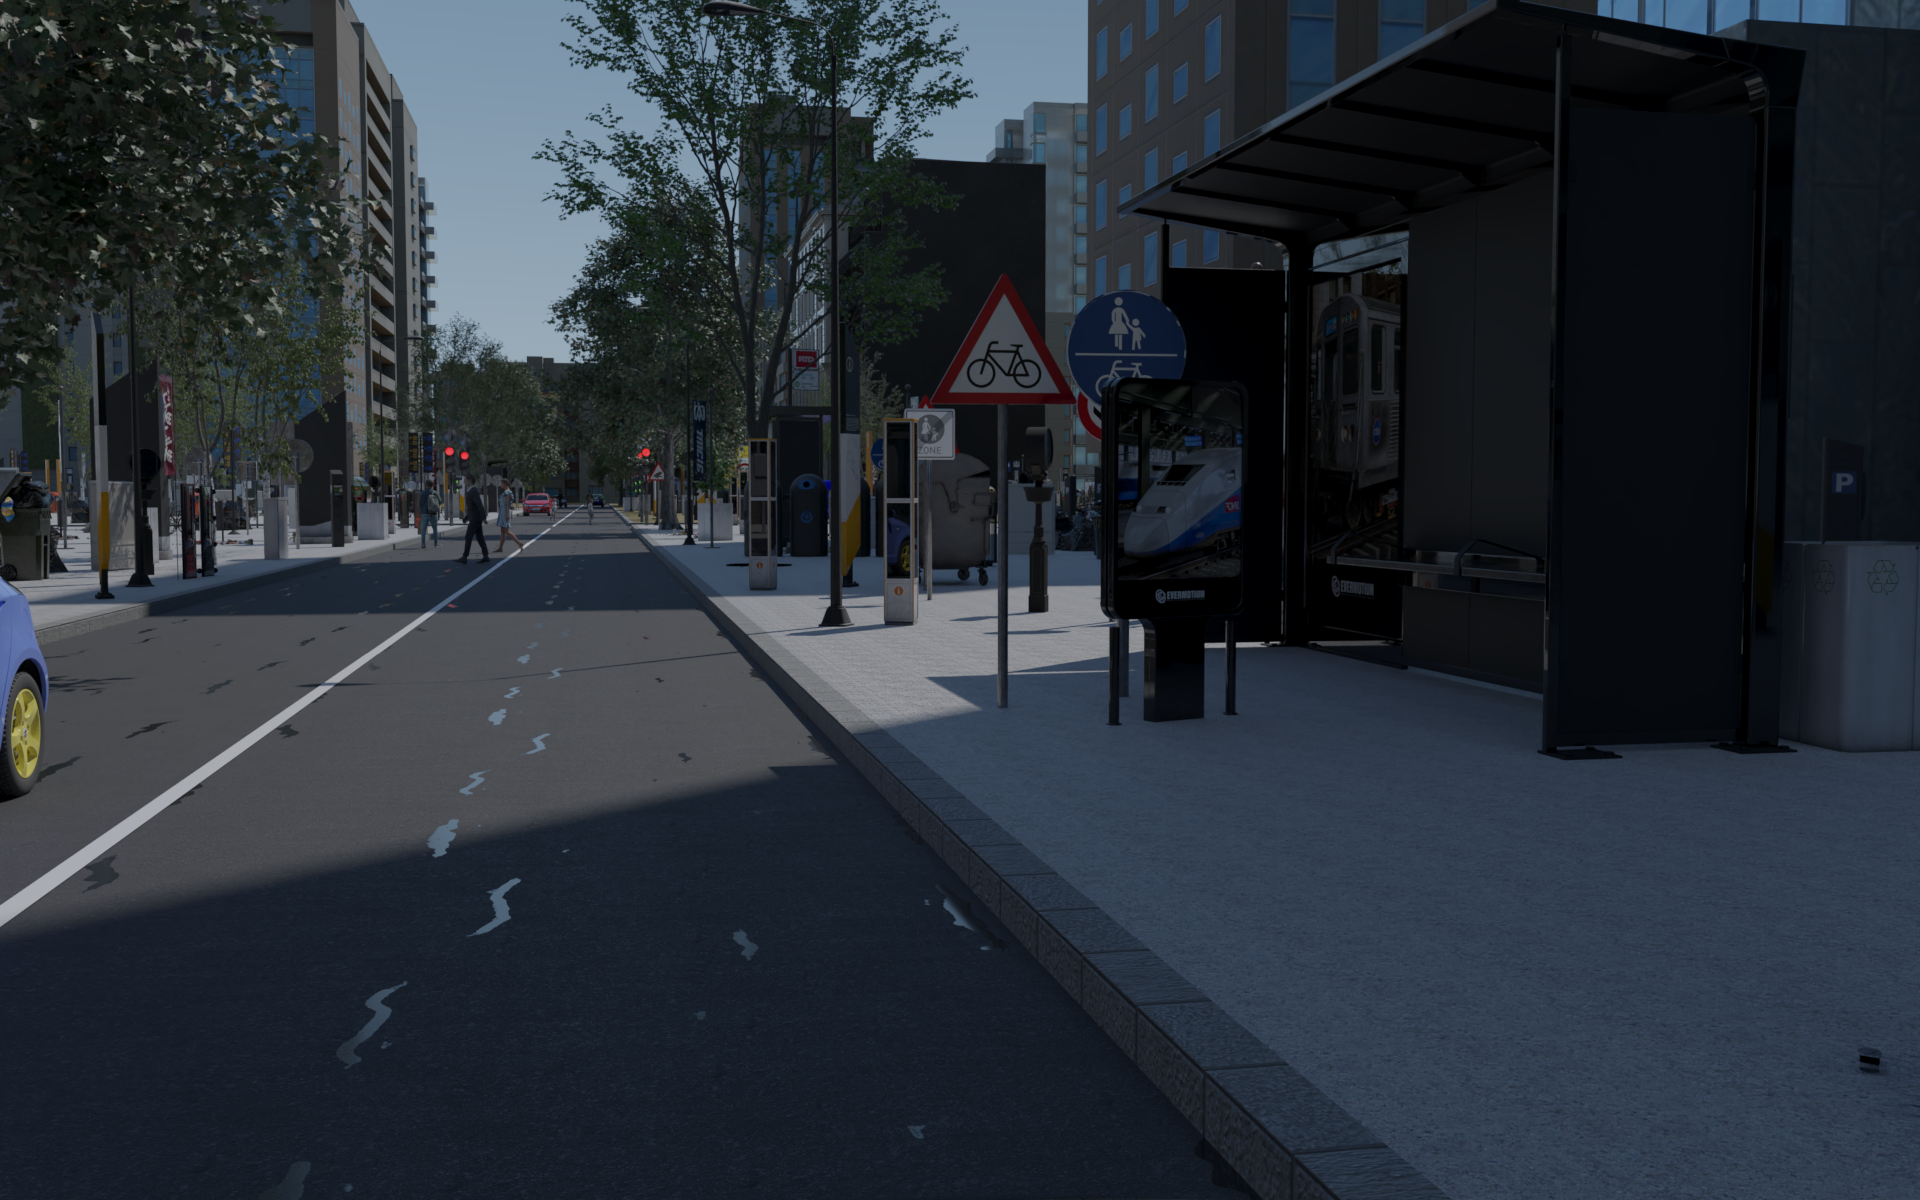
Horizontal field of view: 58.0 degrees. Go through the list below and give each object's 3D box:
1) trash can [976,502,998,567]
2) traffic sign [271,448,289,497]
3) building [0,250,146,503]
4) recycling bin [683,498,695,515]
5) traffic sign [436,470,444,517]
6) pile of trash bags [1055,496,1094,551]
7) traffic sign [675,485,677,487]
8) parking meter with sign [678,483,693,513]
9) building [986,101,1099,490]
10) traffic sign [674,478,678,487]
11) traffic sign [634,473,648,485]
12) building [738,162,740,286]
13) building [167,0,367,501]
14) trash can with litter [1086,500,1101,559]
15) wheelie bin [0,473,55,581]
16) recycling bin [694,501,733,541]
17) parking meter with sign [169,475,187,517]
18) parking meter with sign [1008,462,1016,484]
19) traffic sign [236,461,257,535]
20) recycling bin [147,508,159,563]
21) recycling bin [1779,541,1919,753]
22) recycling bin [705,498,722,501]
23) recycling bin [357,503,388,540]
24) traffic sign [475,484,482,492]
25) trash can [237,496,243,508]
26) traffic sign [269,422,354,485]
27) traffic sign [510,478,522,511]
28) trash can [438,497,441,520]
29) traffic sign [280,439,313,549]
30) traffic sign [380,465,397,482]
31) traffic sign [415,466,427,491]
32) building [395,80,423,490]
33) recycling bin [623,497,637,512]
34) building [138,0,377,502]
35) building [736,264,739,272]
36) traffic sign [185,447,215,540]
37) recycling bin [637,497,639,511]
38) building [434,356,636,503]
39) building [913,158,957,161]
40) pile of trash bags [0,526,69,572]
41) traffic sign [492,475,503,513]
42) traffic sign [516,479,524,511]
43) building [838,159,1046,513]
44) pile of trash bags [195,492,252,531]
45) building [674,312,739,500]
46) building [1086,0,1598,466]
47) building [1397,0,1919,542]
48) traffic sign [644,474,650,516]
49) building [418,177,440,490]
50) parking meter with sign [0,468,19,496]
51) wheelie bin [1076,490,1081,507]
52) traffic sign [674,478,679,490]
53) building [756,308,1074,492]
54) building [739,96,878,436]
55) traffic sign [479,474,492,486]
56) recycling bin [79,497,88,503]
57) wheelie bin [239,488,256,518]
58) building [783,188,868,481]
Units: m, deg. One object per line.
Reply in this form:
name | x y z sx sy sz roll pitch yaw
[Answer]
trash can | 0.360 -1.171 30.800 0.748 1.137 0.748 0 3 0
traffic sign | -18.652 -2.904 47.585 0.768 2.556 0.104 0 4 -5
building | -98.070 -39.641 190.136 28.212 58.520 21.231 -1 4 -12
recycling bin | -16.324 -5.657 105.045 0.722 1.027 0.722 -2 4 -33
traffic sign | -27.797 -5.654 92.444 0.884 2.594 0.081 -1 4 -11
pile of trash bags | 2.599 -1.877 40.438 1.912 1.369 3.447 -2 4 -24
traffic sign | -21.296 -7.846 128.289 0.884 2.594 0.081 -1 4 -12
parking meter with sign | -18.136 -7.302 115.651 1.738 3.016 0.543 0 4 -8
building | 19.100 -36.297 213.063 30.456 49.044 23.786 -1 4 -12
traffic sign | -21.063 -7.757 126.937 0.768 2.556 0.104 -1 4 -11
traffic sign | -18.064 -5.994 98.107 0.768 2.556 0.104 0 4 -8
building | -19.825 -32.195 209.988 14.154 41.232 14.086 -1 4 -12
building | -60.947 -30.766 153.129 14.600 45.320 14.200 -1 4 -12
trash can with litter | 2.967 -1.392 34.141 0.624 1.170 1.055 2 4 29
wheelie bin | -13.937 -1.097 25.848 0.693 1.594 0.980 -1 4 -13
recycling bin | -6.755 -2.155 47.793 0.722 1.027 0.722 -3 5 -42
parking meter with sign | -44.499 -6.283 98.980 1.738 3.016 0.543 1 4 21
parking meter with sign | 2.774 -5.992 94.229 0.543 3.016 1.738 1 4 21
traffic sign | -22.149 -3.161 53.807 0.606 2.300 0.079 0 4 -5
recycling bin | -15.248 -1.181 31.861 0.722 1.027 0.722 0 4 -3
recycling bin | 4.684 0.220 8.960 0.722 1.027 0.722 -1 4 -9
recycling bin | -14.181 -5.338 99.836 0.722 1.027 0.722 3 5 42
recycling bin | -16.533 -2.215 48.764 0.722 1.027 0.722 -1 4 -9
traffic sign | -41.298 -9.086 148.561 0.884 2.594 0.081 -1 4 -9
trash can | -52.913 -7.090 127.581 0.748 1.137 0.748 0 3 0
traffic sign | -18.229 -3.355 48.721 2.265 3.308 0.079 0 4 -7
traffic sign | -34.263 -8.176 133.679 0.884 2.594 0.081 -1 4 -11
trash can | -24.444 -4.197 80.272 0.748 1.137 0.748 0 3 0
traffic sign | -15.409 -2.455 40.239 0.768 2.556 0.104 0 4 -5
traffic sign | -25.181 -4.653 76.078 0.884 2.594 0.081 -1 4 -10
traffic sign | -24.632 -4.861 79.586 0.768 2.556 0.104 0 4 -5
building | -72.924 -34.972 195.488 21.600 48.544 21.300 -1 4 -12
recycling bin | -24.008 -6.907 125.481 0.722 1.027 0.722 -1 4 -18
building | -67.938 -33.428 170.257 21.300 48.544 21.600 -1 4 -12
building | -23.316 -35.323 269.411 23.993 40.220 32.217 -1 4 -12
traffic sign | -20.660 -2.874 47.094 0.768 2.556 0.104 0 4 -5
recycling bin | -24.961 -7.319 132.221 0.722 1.027 0.722 1 4 14
building | -62.571 -25.355 259.590 28.899 21.520 27.650 -1 4 -12
building | -3.720 -32.419 213.647 14.086 41.232 14.154 -1 4 -12
pile of trash bags | -15.549 -1.130 28.233 1.912 1.369 3.447 -1 4 -12
traffic sign | -30.666 -7.016 114.816 0.768 2.556 0.104 0 4 -4
traffic sign | -34.415 -8.184 134.995 0.795 2.450 0.064 0 4 -7
building | -1.864 -17.965 123.407 12.332 23.373 15.834 -1 4 -12
pile of trash bags | -26.365 -3.129 60.904 1.912 1.369 3.447 0 4 0
building | -40.071 -29.666 256.745 14.107 30.474 14.160 -1 4 -12
building | 12.589 -24.679 53.611 14.600 45.320 14.200 -1 4 -12
building | 22.602 -43.180 18.663 22.319 86.520 31.000 -1 4 -12
traffic sign | -18.859 -6.324 103.503 0.768 2.556 0.104 0 4 -5
building | -91.125 -38.575 250.310 30.456 49.044 23.786 -1 4 -12
parking meter with sign | -27.555 -3.285 49.973 1.738 3.016 0.543 -1 4 -16
wheelie bin | 8.357 -7.233 126.171 0.980 1.594 0.693 1 4 19
traffic sign | -21.213 -7.853 128.495 0.768 2.556 0.104 0 4 -3
building | -5.651 -20.265 176.365 27.650 21.520 28.899 -1 4 -12
building | -17.324 -33.380 195.876 14.600 45.320 14.200 -1 4 -12
traffic sign | -29.377 -6.555 107.272 0.768 2.556 0.104 0 4 -3
recycling bin | -72.546 -7.978 142.991 0.722 1.027 0.722 1 4 16
wheelie bin | -38.811 -5.294 94.467 0.980 1.594 0.693 -1 4 -23
building | -7.062 -21.151 143.075 12.463 27.353 25.104 -1 4 -12
